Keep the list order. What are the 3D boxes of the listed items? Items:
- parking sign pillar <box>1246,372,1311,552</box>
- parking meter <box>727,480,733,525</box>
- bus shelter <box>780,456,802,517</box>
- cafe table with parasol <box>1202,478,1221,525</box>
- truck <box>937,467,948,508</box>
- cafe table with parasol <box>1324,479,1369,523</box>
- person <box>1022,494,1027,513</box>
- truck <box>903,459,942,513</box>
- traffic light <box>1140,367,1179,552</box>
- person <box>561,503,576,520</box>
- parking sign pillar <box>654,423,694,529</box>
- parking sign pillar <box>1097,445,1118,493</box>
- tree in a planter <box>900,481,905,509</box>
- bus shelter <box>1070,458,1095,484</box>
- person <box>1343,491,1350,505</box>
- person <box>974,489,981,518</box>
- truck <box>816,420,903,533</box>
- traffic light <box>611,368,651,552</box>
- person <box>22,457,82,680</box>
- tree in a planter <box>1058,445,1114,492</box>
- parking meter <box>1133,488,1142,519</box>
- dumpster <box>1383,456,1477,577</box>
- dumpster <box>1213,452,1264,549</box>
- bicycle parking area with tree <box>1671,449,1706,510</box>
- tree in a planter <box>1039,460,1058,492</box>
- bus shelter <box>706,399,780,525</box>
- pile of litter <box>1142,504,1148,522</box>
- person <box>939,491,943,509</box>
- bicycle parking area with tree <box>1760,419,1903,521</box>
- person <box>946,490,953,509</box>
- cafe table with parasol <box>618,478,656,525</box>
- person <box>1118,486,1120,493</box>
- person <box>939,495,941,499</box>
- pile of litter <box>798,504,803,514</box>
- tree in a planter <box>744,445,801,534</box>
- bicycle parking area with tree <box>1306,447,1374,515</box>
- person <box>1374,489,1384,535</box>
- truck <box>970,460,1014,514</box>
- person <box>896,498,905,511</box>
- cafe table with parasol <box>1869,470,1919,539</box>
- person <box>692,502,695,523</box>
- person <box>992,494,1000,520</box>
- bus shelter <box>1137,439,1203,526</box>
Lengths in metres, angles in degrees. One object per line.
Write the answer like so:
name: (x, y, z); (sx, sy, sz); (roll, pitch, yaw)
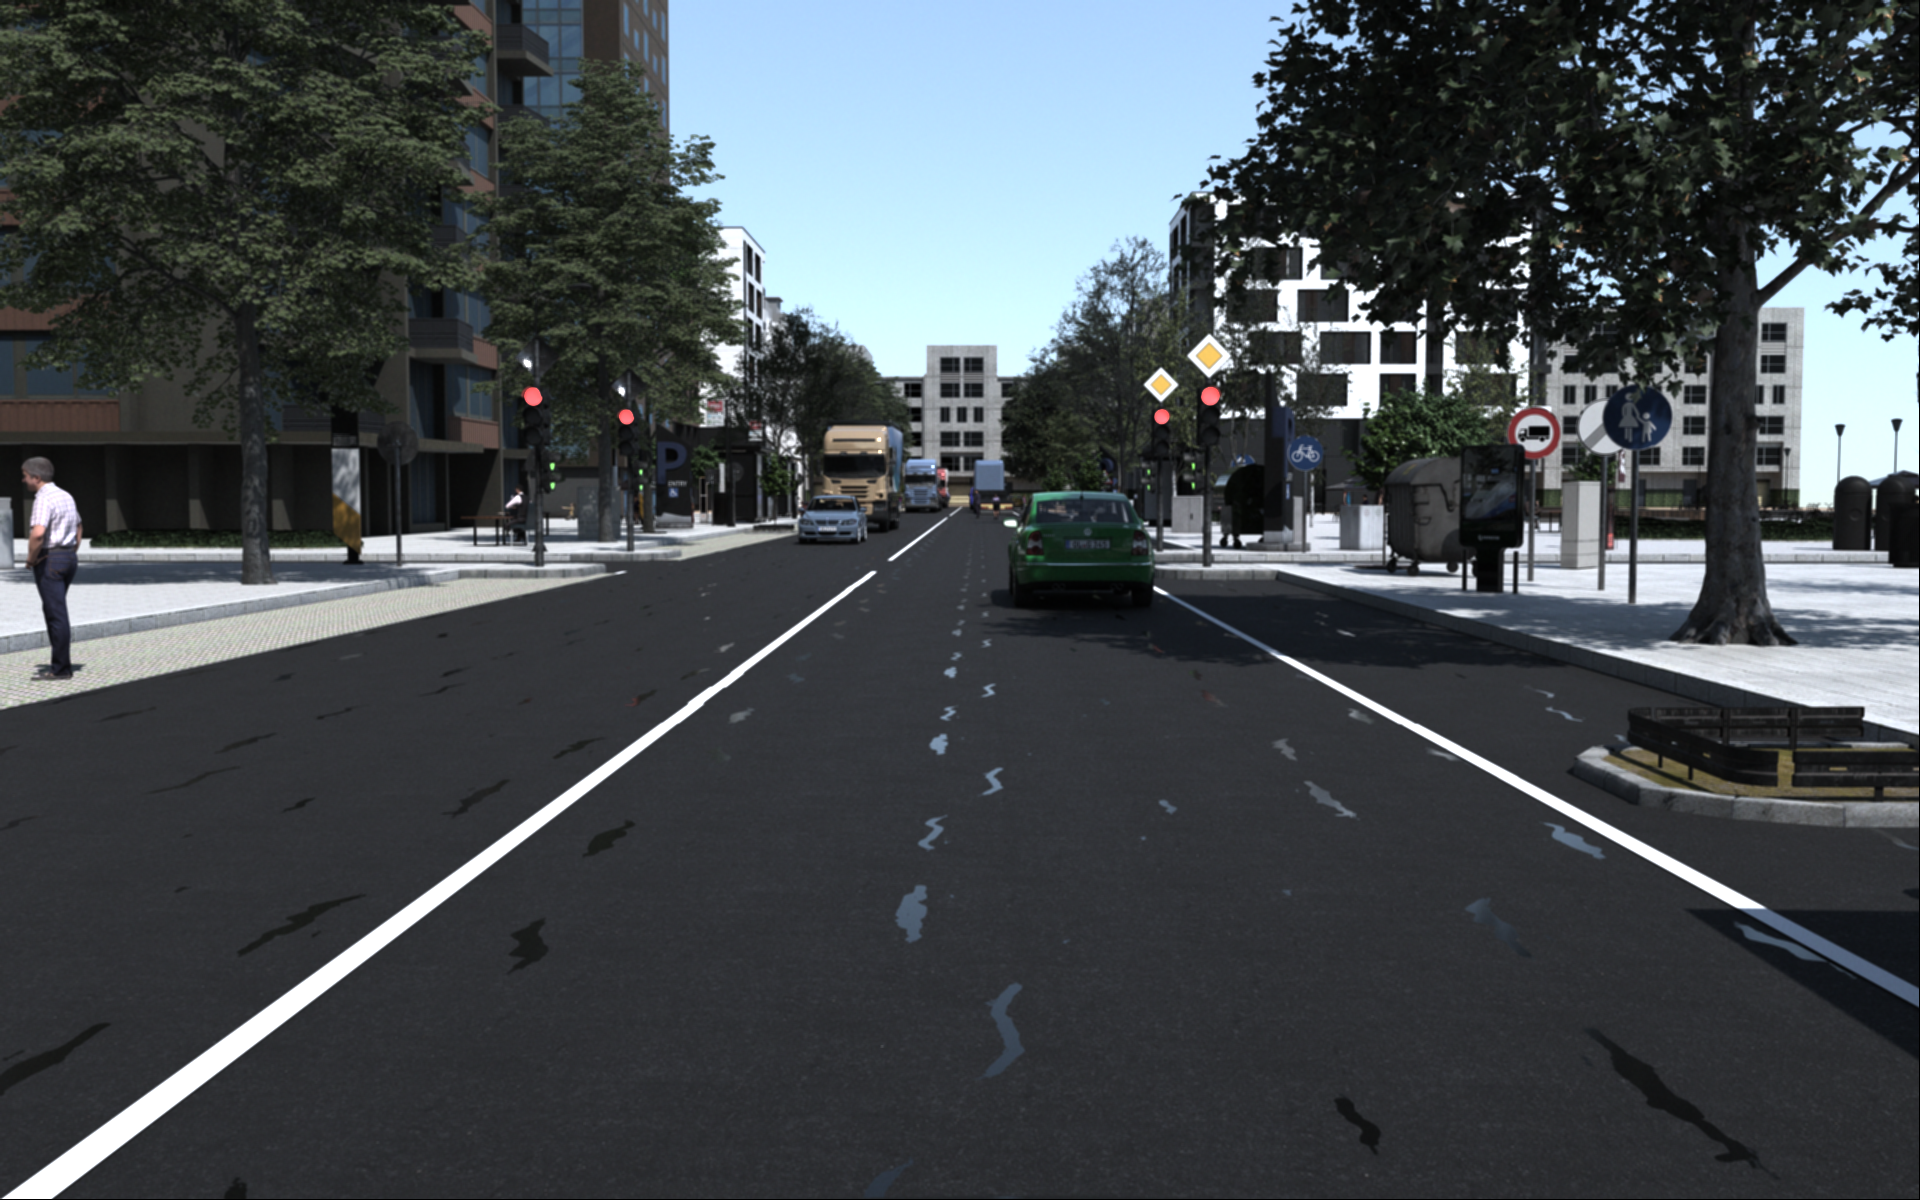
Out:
parking sign pillar: (7.191, -3.091, 39.009); (1.447, 3.967, 1.447); (1, 4, 22)
parking meter: (-9.288, -3.938, 70.098); (0.255, 1.863, 0.399); (-1, 4, -14)
bus shelter: (-10.304, -7.257, 96.277); (2.179, 5.291, 8.768); (0, 4, 1)
cafe table with parasol: (10.756, -4.096, 71.831); (2.610, 1.966, 2.610); (1, 4, 10)
truck: (-2.545, -11.613, 178.785); (2.839, 4.237, 11.283); (0, 4, 1)
cafe table with parasol: (17.642, -4.461, 77.806); (2.610, 1.966, 2.610); (3, 5, 42)
person: (4.965, -7.353, 131.951); (0.599, 1.433, 0.991); (1, 4, 13)
truck: (-2.873, -9.152, 139.397); (2.967, 4.110, 18.799); (0, 4, 1)
traffic light: (4.418, -3.024, 38.362); (0.839, 4.253, 0.868); (0, 4, 1)
person: (-19.396, -4.394, 85.803); (0.695, 0.859, 0.347); (-1, 4, -23)
parking sign pillar: (-10.672, -4.651, 64.521); (1.447, 3.967, 1.447); (0, 4, -4)
parking sign pillar: (7.962, -6.460, 94.093); (1.447, 3.967, 1.447); (-3, 5, -41)
tree in a planter: (-5.612, -10.409, 167.409); (1.991, 3.239, 1.994); (0, 4, 1)
bus shelter: (7.505, -6.486, 99.962); (2.014, 3.302, 5.546); (0, 4, 1)
person: (18.446, -4.577, 82.583); (0.593, 1.614, 0.444); (-3, 4, -38)
person: (1.030, -5.714, 102.841); (0.530, 1.710, 0.541); (3, 5, 45)
truck: (-3.751, -4.825, 67.810); (2.839, 4.237, 11.283); (0, 4, 1)
traffic light: (-7.323, -3.031, 38.475); (0.839, 4.253, 0.868); (0, 4, 1)
person: (-7.000, -0.233, 13.256); (0.436, 1.711, 0.756); (0, 4, 4)
tree in a planter: (4.732, -4.050, 63.437); (1.991, 3.239, 1.994); (0, 4, 1)
parking meter: (7.497, -3.961, 73.179); (0.372, 1.533, 0.369); (0, 3, 0)
dumpster: (7.543, -1.329, 27.491); (1.264, 1.857, 1.865); (0, 4, 0)
dumpster: (6.880, -2.359, 41.066); (1.502, 2.255, 1.985); (0, 4, 1)
bicycle parking area with tree: (49.269, -7.464, 109.043); (8.231, 4.147, 9.016); (1, 4, 23)
tree in a planter: (5.044, -5.738, 91.031); (1.991, 3.239, 1.994); (0, 4, 1)
bus shelter: (-9.625, -6.024, 76.122); (2.179, 5.291, 8.768); (0, 4, 0)
pile of litter: (7.967, -3.975, 78.963); (1.176, 0.858, 1.719); (3, 5, 42)
person: (-1.950, -9.537, 165.343); (0.530, 1.710, 0.541); (-3, 5, -44)
bicycle parking area with tree: (35.767, -4.998, 68.724); (9.016, 4.147, 8.231); (1, 4, 18)
person: (-1.039, -9.915, 170.474); (0.599, 1.838, 0.709); (0, 4, -5)
cafe table with parasol: (-13.500, -4.091, 71.755); (2.610, 1.966, 2.610); (-2, 4, -31)
person: (11.301, -7.154, 123.027); (0.705, 1.823, 1.348); (2, 4, 29)
person: (-2.242, -9.305, 161.429); (1.217, 1.735, 0.721); (2, 4, 35)
pile of litter: (-9.844, -5.872, 109.976); (1.719, 0.858, 1.176); (1, 4, 12)
tree in a planter: (-6.762, -4.036, 63.212); (1.991, 3.239, 1.994); (0, 4, 1)
bicycle parking area with tree: (21.509, -7.472, 109.177); (9.016, 4.147, 8.231); (-1, 4, -11)
person: (12.968, -2.908, 53.718); (0.434, 1.807, 0.598); (1, 4, 22)
truck: (2.413, -8.652, 131.220); (2.967, 4.110, 18.799); (0, 4, -1)
person: (-5.079, -8.283, 147.145); (0.991, 1.433, 0.599); (0, 4, 1)
cafe table with parasol: (27.197, -2.759, 49.981); (2.610, 1.966, 2.610); (-2, 4, -30)
person: (-11.380, -3.928, 72.735); (0.387, 1.526, 0.523); (1, 4, 12)
person: (2.005, -5.182, 96.454); (0.421, 1.427, 0.697); (0, 4, -3)
bus shelter: (8.092, -4.473, 67.059); (2.014, 3.302, 5.546); (0, 4, 1)
